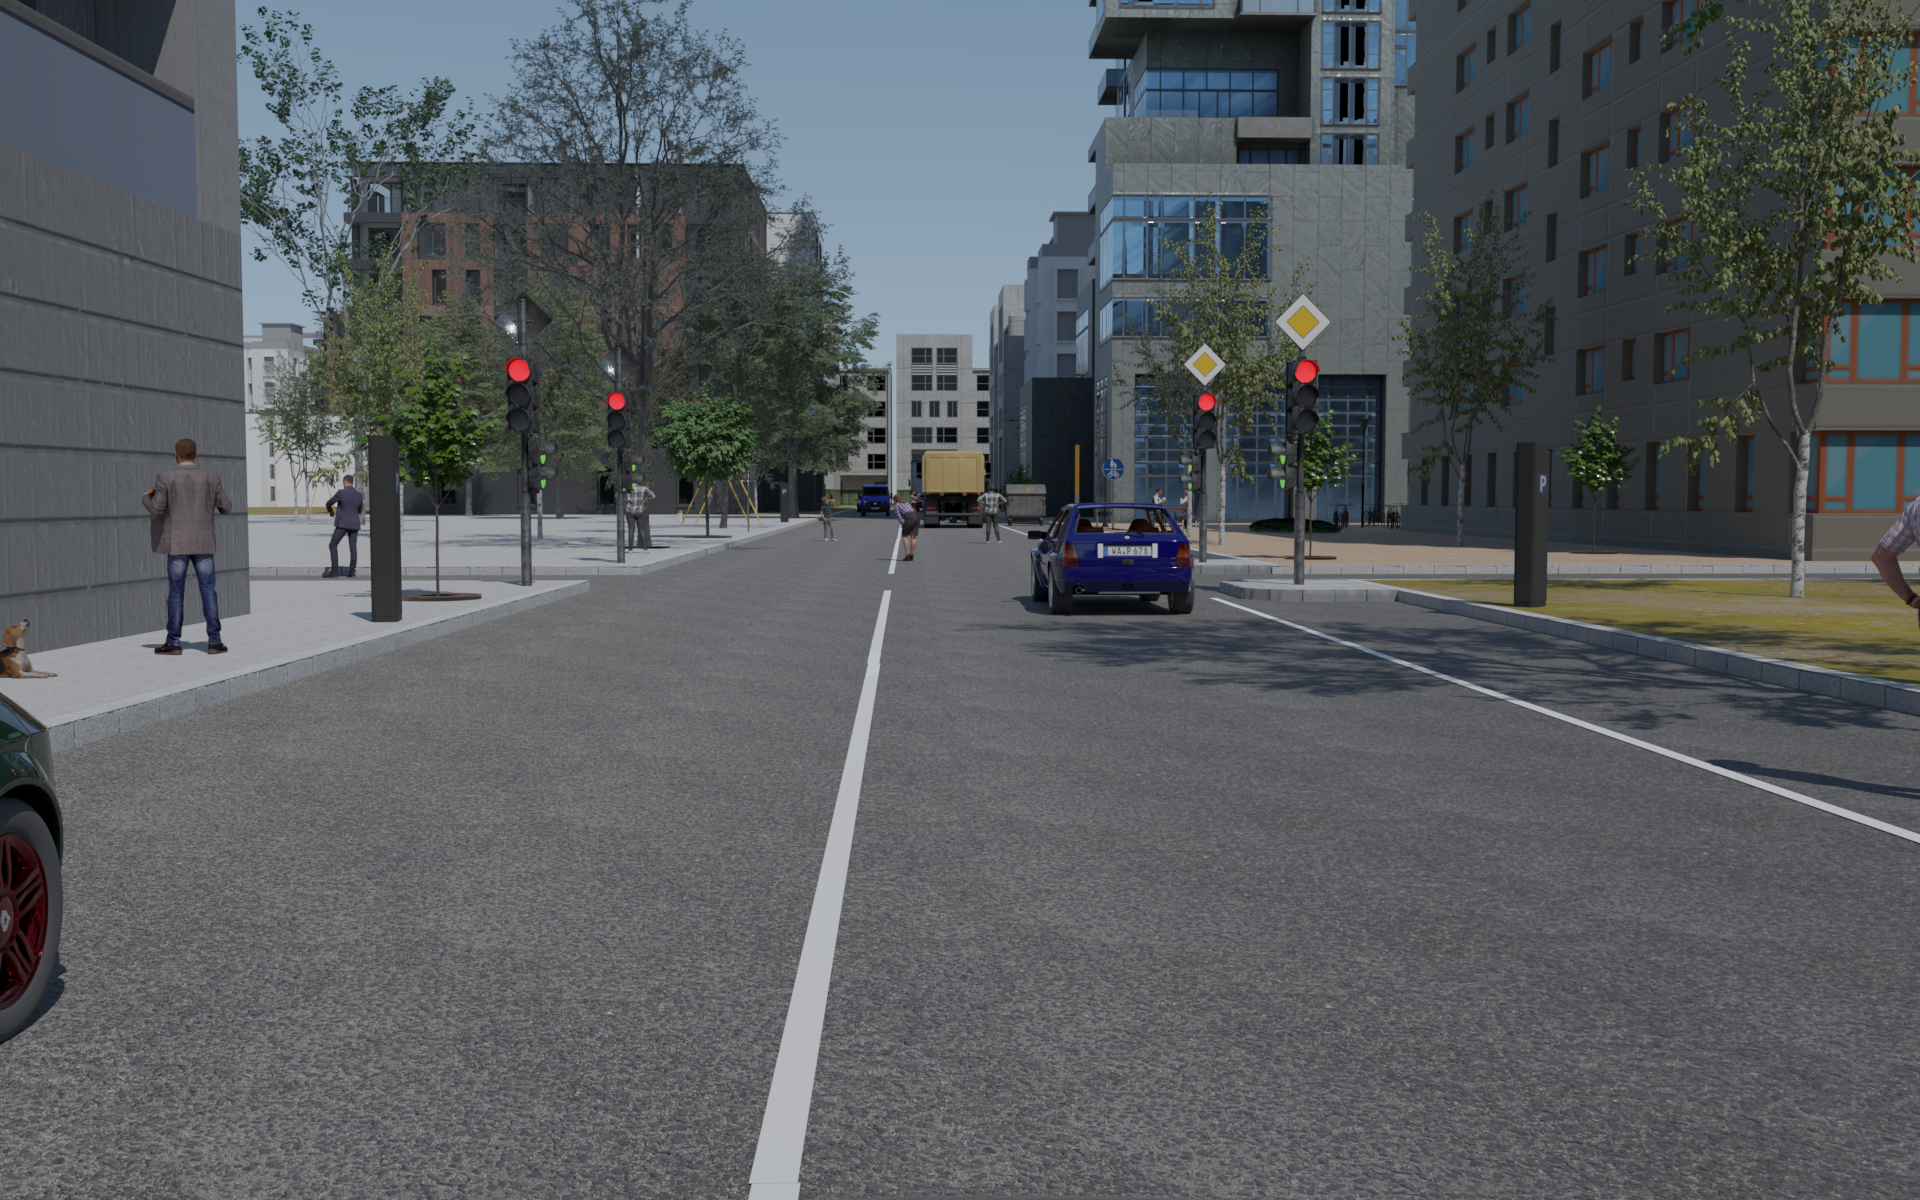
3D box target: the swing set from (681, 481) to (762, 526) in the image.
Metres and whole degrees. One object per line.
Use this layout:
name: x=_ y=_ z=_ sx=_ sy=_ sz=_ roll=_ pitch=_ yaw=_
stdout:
swing set: x=-9.813 y=-4.498 z=71.157 sx=2.862 sy=2.851 sz=3.119 roll=0 pitch=4 yaw=3

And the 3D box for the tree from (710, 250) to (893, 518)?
tree: x=-8.697 y=-11.279 z=91.069 sx=9.857 sy=13.997 sz=8.962 roll=0 pitch=3 yaw=0

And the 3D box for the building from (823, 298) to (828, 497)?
building: x=-20.612 y=-18.483 z=158.623 sx=16.016 sy=20.091 sz=11.380 roll=0 pitch=4 yaw=-2

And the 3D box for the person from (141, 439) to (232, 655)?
person: x=-6.197 y=-0.430 z=13.902 sx=0.655 sy=1.722 sz=0.431 roll=-2 pitch=4 yaw=-30

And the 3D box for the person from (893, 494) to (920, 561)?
person: x=-1.173 y=-1.544 z=36.976 sx=0.697 sy=1.427 sz=0.421 roll=3 pitch=5 yaw=44

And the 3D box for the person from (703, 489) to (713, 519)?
person: x=-13.115 y=-5.007 z=90.119 sx=0.429 sy=1.552 sz=0.499 roll=-2 pitch=4 yaw=-24

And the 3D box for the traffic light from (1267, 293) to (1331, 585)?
traffic light: x=4.782 y=-2.171 z=24.418 sx=0.839 sy=4.253 sz=0.868 roll=0 pitch=4 yaw=-2

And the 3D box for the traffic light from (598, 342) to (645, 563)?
traffic light: x=-6.277 y=-2.638 z=32.054 sx=0.839 sy=4.253 sz=0.868 roll=0 pitch=4 yaw=-2

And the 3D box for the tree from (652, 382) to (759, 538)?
tree: x=-7.386 y=-4.108 z=50.883 sx=4.285 sy=4.588 sz=4.351 roll=0 pitch=3 yaw=0

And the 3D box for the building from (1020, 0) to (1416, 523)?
building: x=15.280 y=-47.460 z=88.639 sx=22.319 sy=86.520 sz=31.000 roll=0 pitch=4 yaw=-2

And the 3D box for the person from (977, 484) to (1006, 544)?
person: x=0.915 y=-2.495 z=50.009 sx=0.841 sy=1.734 sz=0.376 roll=0 pitch=4 yaw=2

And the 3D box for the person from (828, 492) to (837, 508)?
person: x=-11.802 y=-9.196 z=159.613 sx=0.991 sy=1.433 sz=0.599 roll=2 pitch=4 yaw=24

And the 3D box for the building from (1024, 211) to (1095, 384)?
building: x=12.646 y=-16.238 z=121.915 sx=16.016 sy=20.091 sz=11.380 roll=0 pitch=4 yaw=-2

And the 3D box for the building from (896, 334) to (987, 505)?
building: x=8.441 y=-20.429 z=200.472 sx=31.486 sy=18.905 sz=16.747 roll=0 pitch=4 yaw=-2

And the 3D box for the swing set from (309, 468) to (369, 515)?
swing set: x=-36.512 y=-6.402 z=102.291 sx=3.119 sy=2.851 sz=2.862 roll=1 pitch=4 yaw=12

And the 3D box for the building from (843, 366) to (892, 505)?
building: x=-23.668 y=-20.417 z=200.277 sx=31.486 sy=18.905 sz=16.747 roll=0 pitch=4 yaw=-2

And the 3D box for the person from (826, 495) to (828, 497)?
person: x=-13.163 y=-9.708 z=165.551 sx=1.217 sy=1.735 sz=0.721 roll=0 pitch=4 yaw=2

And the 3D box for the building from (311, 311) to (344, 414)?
building: x=-56.209 y=-22.051 z=204.511 sx=32.646 sy=21.610 sz=27.936 roll=0 pitch=4 yaw=-2

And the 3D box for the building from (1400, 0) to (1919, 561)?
building: x=30.278 y=-12.329 z=46.621 sx=28.899 sy=21.520 sz=27.650 roll=0 pitch=4 yaw=-2

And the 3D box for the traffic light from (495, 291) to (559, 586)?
traffic light: x=-6.034 y=-2.150 z=24.073 sx=0.839 sy=4.253 sz=0.868 roll=0 pitch=4 yaw=-2

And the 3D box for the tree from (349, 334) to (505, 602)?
tree: x=-6.421 y=-1.626 z=21.180 sx=1.663 sy=3.219 sz=1.824 roll=0 pitch=3 yaw=0

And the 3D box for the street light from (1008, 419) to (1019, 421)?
street light: x=3.702 y=-8.258 z=107.555 sx=1.470 sy=5.913 sz=1.316 roll=0 pitch=4 yaw=-2

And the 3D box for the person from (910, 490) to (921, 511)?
person: x=-2.429 y=-5.164 z=94.392 sx=0.517 sy=1.644 sz=0.566 roll=-3 pitch=5 yaw=-40

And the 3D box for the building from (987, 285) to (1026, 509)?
building: x=11.776 y=-17.652 z=155.060 sx=16.747 sy=18.905 sz=31.486 roll=0 pitch=4 yaw=-2

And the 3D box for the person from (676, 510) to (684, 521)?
person: x=-13.033 y=-3.928 z=80.741 sx=0.381 sy=0.543 sz=0.357 roll=0 pitch=4 yaw=4

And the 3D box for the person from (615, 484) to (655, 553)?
person: x=-7.002 y=-1.872 z=37.375 sx=0.841 sy=1.734 sz=0.376 roll=-1 pitch=4 yaw=-10

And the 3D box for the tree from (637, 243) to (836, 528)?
tree: x=-8.522 y=-7.941 z=64.241 sx=7.601 sy=10.594 sz=8.767 roll=1 pitch=4 yaw=17

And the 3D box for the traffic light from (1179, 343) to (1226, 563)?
traffic light: x=4.539 y=-2.659 z=32.399 sx=0.839 sy=4.253 sz=0.868 roll=0 pitch=4 yaw=-2

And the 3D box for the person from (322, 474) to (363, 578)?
person: x=-10.616 y=-1.270 z=29.711 sx=0.568 sy=1.767 sz=0.683 roll=3 pitch=4 yaw=37

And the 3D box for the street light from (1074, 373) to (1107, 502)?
street light: x=5.050 y=-5.742 z=66.424 sx=1.470 sy=5.913 sz=1.316 roll=0 pitch=4 yaw=-2

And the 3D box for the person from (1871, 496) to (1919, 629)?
person: x=4.693 y=0.085 z=8.055 sx=0.436 sy=1.711 sz=0.756 roll=-2 pitch=4 yaw=-26

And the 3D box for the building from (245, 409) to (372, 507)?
building: x=-69.519 y=-14.325 z=176.363 sx=28.070 sy=9.664 sz=9.099 roll=0 pitch=4 yaw=-2

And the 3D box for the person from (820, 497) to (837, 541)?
person: x=-3.988 y=-2.463 z=52.672 sx=0.435 sy=1.345 sz=0.340 roll=-3 pitch=5 yaw=-40

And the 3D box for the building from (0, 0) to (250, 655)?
building: x=-21.444 y=-28.736 z=11.829 sx=28.212 sy=58.520 sz=21.231 roll=0 pitch=4 yaw=-2

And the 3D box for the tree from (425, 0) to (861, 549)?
tree: x=-7.604 y=-7.959 z=40.492 sx=12.009 sy=13.543 sz=11.850 roll=0 pitch=3 yaw=0

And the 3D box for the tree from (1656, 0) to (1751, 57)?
tree: x=7.081 y=-5.160 z=10.130 sx=9.928 sy=11.665 sz=9.643 roll=0 pitch=3 yaw=0

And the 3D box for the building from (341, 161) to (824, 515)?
building: x=-24.408 y=-17.085 z=123.315 sx=27.936 sy=21.610 sz=32.646 roll=0 pitch=4 yaw=-2

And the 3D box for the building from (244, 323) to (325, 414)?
building: x=-79.331 y=-20.856 z=197.418 sx=11.380 sy=20.091 sz=16.016 roll=0 pitch=4 yaw=-2

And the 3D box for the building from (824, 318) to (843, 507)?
building: x=-28.158 y=-18.812 z=174.035 sx=31.486 sy=18.905 sz=16.747 roll=0 pitch=4 yaw=-2
